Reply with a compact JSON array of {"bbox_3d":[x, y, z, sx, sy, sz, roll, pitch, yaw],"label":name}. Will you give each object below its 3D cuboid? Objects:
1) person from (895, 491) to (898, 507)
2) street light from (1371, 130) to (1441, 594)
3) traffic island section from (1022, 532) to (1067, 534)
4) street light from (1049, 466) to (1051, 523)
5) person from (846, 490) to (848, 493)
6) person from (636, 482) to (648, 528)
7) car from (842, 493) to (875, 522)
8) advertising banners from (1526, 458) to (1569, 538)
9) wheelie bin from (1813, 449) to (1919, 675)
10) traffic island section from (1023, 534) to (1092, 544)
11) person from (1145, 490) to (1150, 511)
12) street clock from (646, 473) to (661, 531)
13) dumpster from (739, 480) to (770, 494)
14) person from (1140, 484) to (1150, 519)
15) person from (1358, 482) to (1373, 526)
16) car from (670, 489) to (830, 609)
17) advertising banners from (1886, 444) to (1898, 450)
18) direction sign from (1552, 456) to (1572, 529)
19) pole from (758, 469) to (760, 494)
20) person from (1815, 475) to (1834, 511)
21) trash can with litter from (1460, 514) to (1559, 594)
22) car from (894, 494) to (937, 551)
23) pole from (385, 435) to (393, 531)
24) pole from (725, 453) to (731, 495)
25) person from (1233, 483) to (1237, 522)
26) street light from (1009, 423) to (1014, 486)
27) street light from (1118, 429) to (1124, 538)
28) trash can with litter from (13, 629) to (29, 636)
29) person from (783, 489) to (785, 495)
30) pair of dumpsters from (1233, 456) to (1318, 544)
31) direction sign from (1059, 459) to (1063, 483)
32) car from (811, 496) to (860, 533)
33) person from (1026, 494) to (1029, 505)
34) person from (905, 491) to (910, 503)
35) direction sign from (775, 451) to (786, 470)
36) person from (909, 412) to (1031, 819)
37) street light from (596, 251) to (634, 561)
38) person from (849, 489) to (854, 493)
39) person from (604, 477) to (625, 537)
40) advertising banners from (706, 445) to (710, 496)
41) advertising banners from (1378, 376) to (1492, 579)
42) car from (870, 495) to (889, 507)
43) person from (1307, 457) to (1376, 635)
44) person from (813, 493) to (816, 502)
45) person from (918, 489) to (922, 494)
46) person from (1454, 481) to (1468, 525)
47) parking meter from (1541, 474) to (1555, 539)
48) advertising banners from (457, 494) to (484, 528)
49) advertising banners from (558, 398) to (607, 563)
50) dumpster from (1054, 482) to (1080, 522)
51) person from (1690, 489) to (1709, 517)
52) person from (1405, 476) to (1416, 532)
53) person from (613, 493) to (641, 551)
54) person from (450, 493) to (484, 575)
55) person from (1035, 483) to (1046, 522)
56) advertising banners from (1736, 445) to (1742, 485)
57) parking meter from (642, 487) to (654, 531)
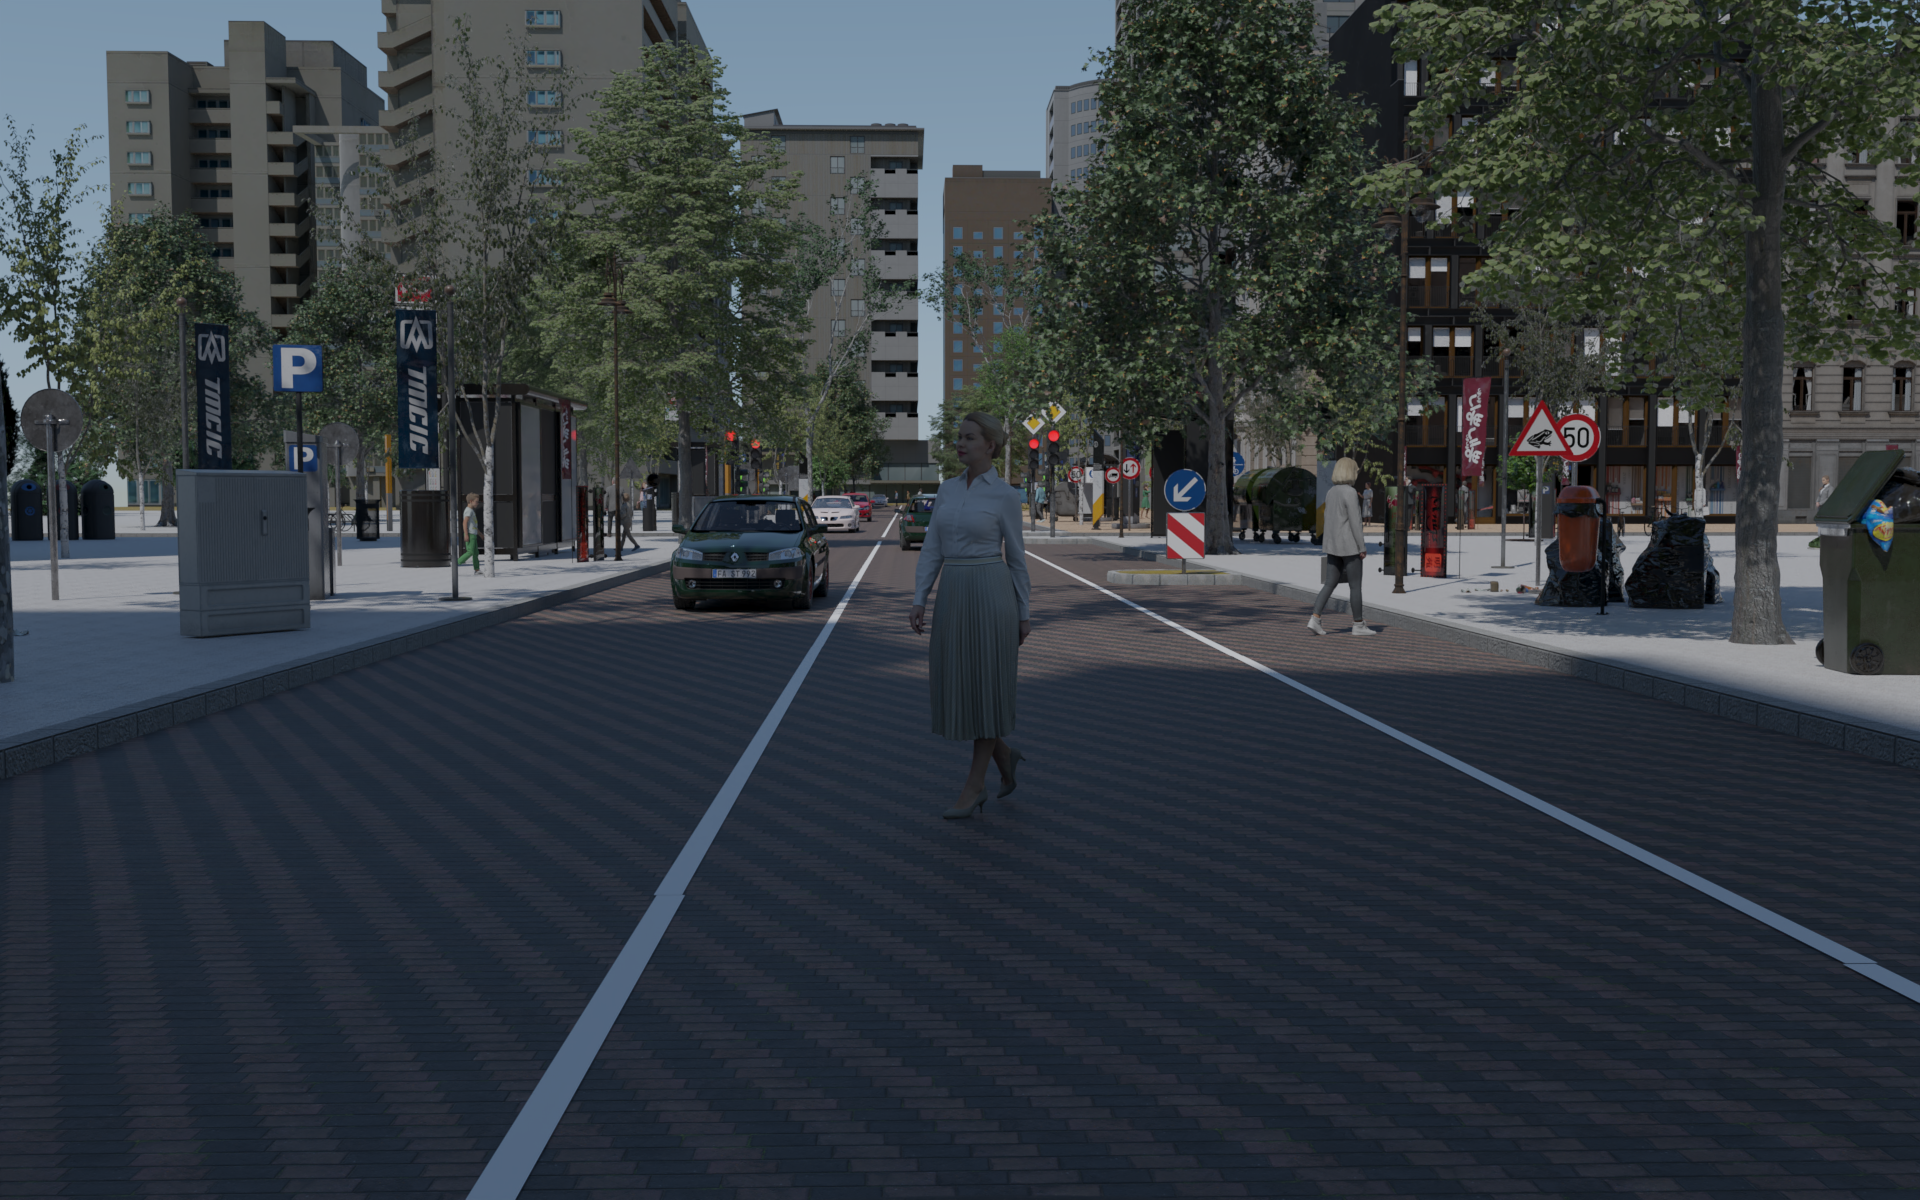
[{"bbox_3d":[-7.262,-11.562,197.520,0.705,1.826,1.348,0,4,-7],"label":"person"},{"bbox_3d":[5.674,-3.023,22.207,0.468,5.910,1.993,0,4,-2],"label":"street light"},{"bbox_3d":[2.518,-2.251,59.077,2.009,0.180,2.903,0,4,-2],"label":"traffic island section"},{"bbox_3d":[4.050,-6.372,76.976,0.468,5.910,1.993,0,4,-2],"label":"street light"},{"bbox_3d":[-11.974,-10.727,182.141,1.217,1.736,0.721,2,4,30],"label":"person"},{"bbox_3d":[-11.900,-3.602,65.522,0.643,1.750,0.593,-3,5,-43],"label":"person"},{"bbox_3d":[-5.511,-4.986,90.566,2.155,1.783,4.494,0,4,-2],"label":"car"},{"bbox_3d":[17.384,-3.354,51.020,2.074,3.025,0.090,-2,4,-35],"label":"advertising banners"},{"bbox_3d":[6.620,-0.281,12.508,0.693,1.594,0.980,0,4,5],"label":"wheelie bin"},{"bbox_3d":[2.755,-1.762,51.096,2.009,0.180,2.903,0,4,-2],"label":"traffic island section"},{"bbox_3d":[14.299,-7.687,132.270,0.362,1.759,0.519,1,4,18],"label":"person"},{"bbox_3d":[-10.679,-3.413,60.366,0.471,2.002,0.358,-1,4,-17],"label":"street clock"},{"bbox_3d":[-8.800,-4.154,73.678,1.264,1.857,1.865,0,4,-2],"label":"dumpster"},{"bbox_3d":[9.583,-5.098,89.637,0.529,1.795,0.600,0,4,-1],"label":"person"},{"bbox_3d":[16.061,-3.790,68.578,0.524,1.755,0.480,-3,4,-38],"label":"person"},{"bbox_3d":[-2.697,-0.795,22.785,2.009,1.686,4.222,0,4,0],"label":"car"},{"bbox_3d":[33.091,-3.925,60.354,0.090,3.025,2.074,-1,4,-20],"label":"advertising banners"},{"bbox_3d":[21.941,-4.352,63.155,0.379,3.537,0.876,-2,4,-31],"label":"direction sign"},{"bbox_3d":[-7.818,-4.461,66.787,0.158,3.312,0.155,0,3,0],"label":"pole"},{"bbox_3d":[23.215,-2.467,46.661,0.573,1.790,0.520,-1,4,-21],"label":"person"},{"bbox_3d":[7.659,-0.710,22.673,2.233,1.210,1.678,0,4,5],"label":"trash can with litter"},{"bbox_3d":[-0.711,-2.169,45.257,2.009,1.686,4.222,0,4,-3],"label":"car"},{"bbox_3d":[-19.648,-4.021,59.579,0.158,3.312,0.155,0,3,0],"label":"pole"},{"bbox_3d":[-8.300,-4.168,61.982,0.158,3.312,0.155,0,3,0],"label":"pole"},{"bbox_3d":[12.487,-4.440,78.827,0.721,1.800,0.419,-3,5,-44],"label":"person"},{"bbox_3d":[3.077,-8.081,104.916,0.468,5.910,1.993,0,4,-2],"label":"street light"},{"bbox_3d":[4.735,-4.761,50.632,0.468,5.910,1.993,0,4,-2],"label":"street light"},{"bbox_3d":[-9.607,-0.282,15.660,2.233,1.210,1.678,1,4,10],"label":"trash can with litter"},{"bbox_3d":[-18.698,-10.898,184.089,0.599,1.838,0.709,2,4,35],"label":"person"},{"bbox_3d":[8.459,-2.673,46.202,1.574,2.255,4.437,0,4,-2],"label":"pair of dumpsters"},{"bbox_3d":[6.433,-7.321,111.698,0.379,3.537,0.876,-2,4,-26],"label":"direction sign"},{"bbox_3d":[-4.776,-3.233,65.215,2.083,1.381,4.827,0,4,-1],"label":"car"},{"bbox_3d":[8.222,-12.223,206.416,0.721,1.766,1.217,-2,4,-27],"label":"person"},{"bbox_3d":[-5.621,-10.938,187.430,0.705,1.812,1.348,-1,4,-22],"label":"person"},{"bbox_3d":[-9.510,-6.105,91.812,0.379,3.537,0.876,-3,5,-42],"label":"direction sign"},{"bbox_3d":[0.100,0.053,7.858,0.478,1.798,0.641,3,5,42],"label":"person"},{"bbox_3d":[-6.567,-3.690,33.114,0.468,5.910,1.993,0,4,-2],"label":"street light"},{"bbox_3d":[-11.948,-11.317,191.008,1.348,1.831,0.705,0,4,-2],"label":"person"},{"bbox_3d":[-10.153,-2.718,50.884,0.661,1.777,0.834,-2,4,-26],"label":"person"},{"bbox_3d":[-8.683,-3.877,59.570,0.090,3.025,2.074,0,4,-6],"label":"advertising banners"},{"bbox_3d":[7.255,-1.856,26.531,0.090,3.025,2.074,-2,4,-35],"label":"advertising banners"},{"bbox_3d":[-9.049,-11.115,194.091,2.083,1.381,4.827,0,4,-2],"label":"car"},{"bbox_3d":[3.844,-0.546,17.605,0.728,1.800,0.709,-1,4,-18],"label":"person"},{"bbox_3d":[-15.157,-10.416,179.605,0.557,1.426,1.065,1,4,22],"label":"person"},{"bbox_3d":[-3.045,-7.335,128.270,0.795,1.843,0.661,0,4,1],"label":"person"},{"bbox_3d":[21.085,-4.058,72.500,0.850,1.850,0.679,-1,4,-17],"label":"person"},{"bbox_3d":[16.795,-2.685,49.617,0.399,1.863,0.255,3,4,36],"label":"parking meter"},{"bbox_3d":[-17.148,-4.042,62.273,2.074,3.025,0.090,0,4,6],"label":"advertising banners"},{"bbox_3d":[-7.089,-2.223,32.533,0.090,3.025,2.074,1,4,11],"label":"advertising banners"},{"bbox_3d":[4.949,-4.595,80.888,1.264,1.857,1.865,0,4,-2],"label":"dumpster"},{"bbox_3d":[26.575,-3.408,62.124,0.624,1.780,0.694,-1,4,-13],"label":"person"},{"bbox_3d":[15.279,-3.298,59.332,0.648,1.900,0.474,3,4,36],"label":"person"},{"bbox_3d":[-7.474,-1.742,38.793,0.640,1.303,0.475,0,4,4],"label":"person"},{"bbox_3d":[-7.783,-1.047,27.414,0.590,1.304,0.306,-2,4,-28],"label":"person"},{"bbox_3d":[3.682,-4.451,78.836,0.620,1.820,0.660,2,4,35],"label":"person"},{"bbox_3d":[28.051,-4.000,61.593,0.090,3.025,2.074,0,4,-1],"label":"advertising banners"},{"bbox_3d":[-10.738,-3.130,59.580,0.372,1.533,0.369,0,3,0],"label":"parking meter"}]
